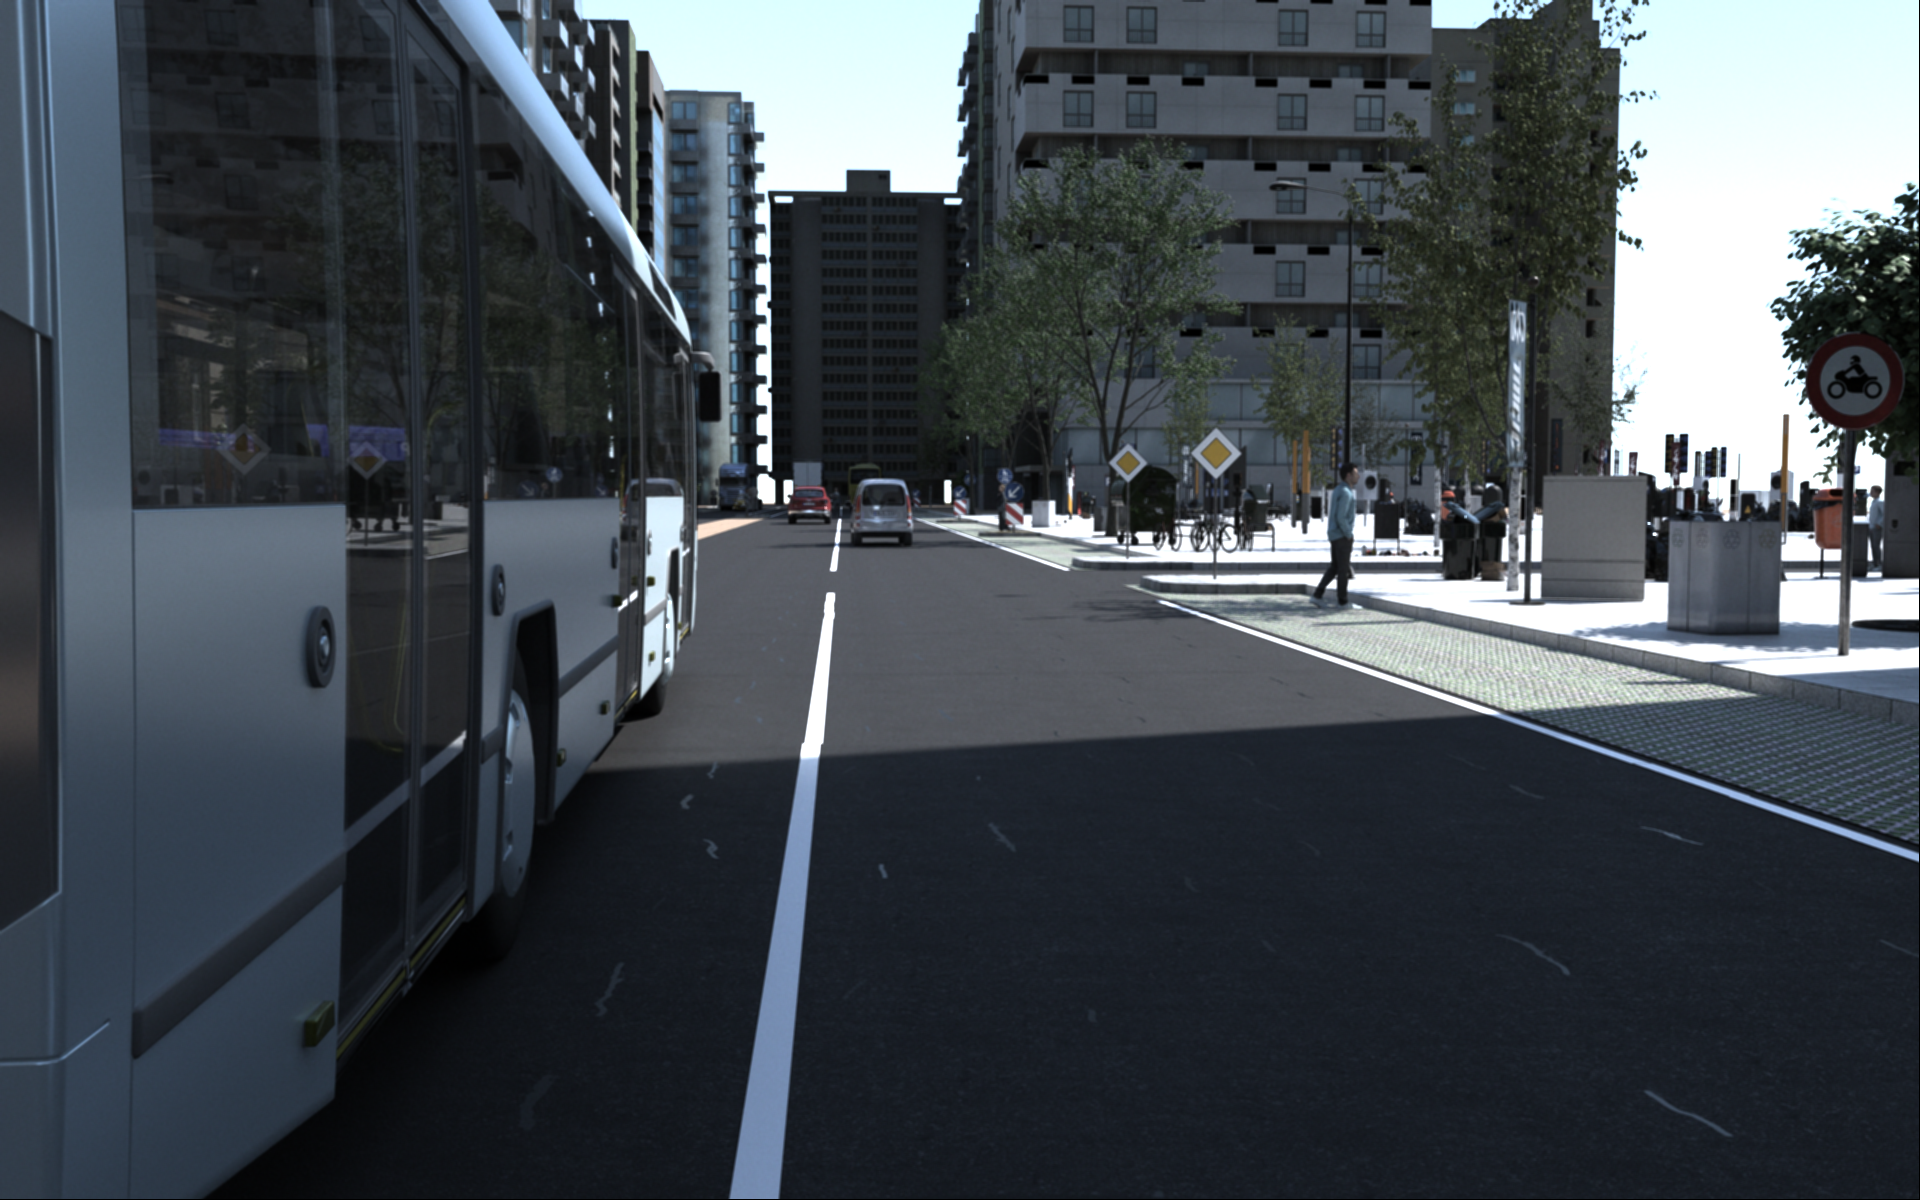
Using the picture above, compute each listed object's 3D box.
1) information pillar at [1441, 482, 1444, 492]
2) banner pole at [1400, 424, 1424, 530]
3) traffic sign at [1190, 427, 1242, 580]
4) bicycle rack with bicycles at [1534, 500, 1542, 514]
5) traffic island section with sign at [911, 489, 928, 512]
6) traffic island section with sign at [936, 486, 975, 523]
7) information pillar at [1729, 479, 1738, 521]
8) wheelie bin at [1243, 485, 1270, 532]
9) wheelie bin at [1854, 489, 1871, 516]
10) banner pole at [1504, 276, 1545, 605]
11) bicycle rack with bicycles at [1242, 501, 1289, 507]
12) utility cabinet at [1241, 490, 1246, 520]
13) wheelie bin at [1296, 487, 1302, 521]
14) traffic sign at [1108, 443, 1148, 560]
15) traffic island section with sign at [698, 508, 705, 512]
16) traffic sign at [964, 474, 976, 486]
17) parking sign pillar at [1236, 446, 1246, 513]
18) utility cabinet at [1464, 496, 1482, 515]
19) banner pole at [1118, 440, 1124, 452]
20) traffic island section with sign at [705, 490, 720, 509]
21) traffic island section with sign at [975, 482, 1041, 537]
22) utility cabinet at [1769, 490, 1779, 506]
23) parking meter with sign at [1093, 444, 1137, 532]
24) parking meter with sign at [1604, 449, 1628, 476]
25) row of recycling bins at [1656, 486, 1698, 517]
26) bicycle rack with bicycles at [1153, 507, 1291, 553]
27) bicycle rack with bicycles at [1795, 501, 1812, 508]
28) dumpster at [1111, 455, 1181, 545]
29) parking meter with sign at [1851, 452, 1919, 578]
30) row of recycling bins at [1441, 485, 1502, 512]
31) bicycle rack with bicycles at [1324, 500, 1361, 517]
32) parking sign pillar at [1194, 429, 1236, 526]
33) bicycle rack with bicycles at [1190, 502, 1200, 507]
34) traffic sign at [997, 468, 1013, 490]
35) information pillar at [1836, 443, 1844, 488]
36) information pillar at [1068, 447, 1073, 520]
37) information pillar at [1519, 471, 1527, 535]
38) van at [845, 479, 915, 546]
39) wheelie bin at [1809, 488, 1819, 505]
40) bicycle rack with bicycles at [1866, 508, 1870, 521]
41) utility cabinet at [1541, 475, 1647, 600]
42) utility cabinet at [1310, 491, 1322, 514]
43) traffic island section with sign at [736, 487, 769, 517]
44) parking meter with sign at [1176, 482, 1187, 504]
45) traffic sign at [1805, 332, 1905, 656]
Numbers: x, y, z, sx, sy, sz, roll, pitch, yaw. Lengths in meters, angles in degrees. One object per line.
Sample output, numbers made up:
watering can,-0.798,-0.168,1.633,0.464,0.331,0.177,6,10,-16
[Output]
information pillar,28.780,-6.030,103.074,0.304,2.012,0.304,2,4,32
banner pole,16.098,-4.383,61.681,0.863,3.779,0.401,-1,4,-15
traffic sign,3.818,-1.362,25.916,0.795,2.450,0.064,0,4,-4
bicycle rack with bicycles,36.456,-5.826,108.635,2.852,0.926,2.925,-2,4,-31
traffic island section with sign,-3.554,-7.759,135.486,1.989,1.847,2.006,0,4,-4
traffic island section with sign,-0.170,-4.706,85.573,1.989,1.847,2.006,0,4,-4
information pillar,37.199,-4.818,83.272,0.304,2.012,0.304,3,4,38
wheelie bin,10.001,-3.107,58.711,0.980,1.594,0.693,-3,4,-36
wheelie bin,52.235,-5.654,100.344,0.980,1.594,0.693,1,4,21
banner pole,6.441,-1.825,19.859,0.401,3.779,0.863,3,5,42
bicycle rack with bicycles,14.201,-4.215,82.292,2.925,0.926,2.852,-1,4,-19
utility cabinet,14.234,-4.663,84.926,0.318,1.500,1.173,-2,4,-26
wheelie bin,16.197,-4.567,82.578,0.693,1.594,0.980,0,4,8
traffic sign,3.280,-1.850,33.883,0.795,2.450,0.064,0,4,-4
traffic island section with sign,-21.098,-7.696,134.457,1.989,1.847,2.006,0,4,-4
traffic sign,0.636,-6.614,108.247,0.768,2.556,0.104,0,4,4
parking sign pillar,15.237,-6.575,95.980,1.447,3.967,1.447,-2,4,-33
utility cabinet,19.394,-3.326,65.540,0.306,1.237,1.020,0,4,-6
banner pole,7.530,-5.574,81.145,0.401,3.779,0.863,-1,4,-14
traffic island section with sign,-22.955,-9.376,161.924,1.989,1.847,2.006,0,4,-4
traffic island section with sign,1.647,-3.051,58.505,1.989,1.847,2.006,0,4,-4
utility cabinet,48.801,-5.861,104.502,0.318,1.500,1.173,-2,4,-29
parking meter with sign,5.300,-3.869,59.511,0.543,3.016,1.738,3,5,45
parking meter with sign,25.908,-4.364,67.605,1.738,3.016,0.543,-1,4,-10
row of recycling bins,41.019,-5.743,101.011,3.534,1.692,1.069,1,4,12
bicycle rack with bicycles,5.807,-1.558,38.855,2.852,0.926,2.925,-1,4,-10
bicycle rack with bicycles,54.454,-5.840,108.863,2.925,0.926,2.852,-2,4,-32
dumpster,4.711,-2.536,43.953,1.502,2.255,1.985,0,4,-4
parking meter with sign,14.525,-1.851,26.527,1.738,3.016,0.543,2,4,27
row of recycling bins,23.866,-4.514,80.909,1.069,1.692,3.534,-2,4,-29
bicycle rack with bicycles,20.670,-5.139,97.404,2.852,0.926,2.925,-3,4,-37
parking sign pillar,10.355,-5.059,71.179,1.447,3.967,1.447,0,4,-4
bicycle rack with bicycles,9.909,-4.027,79.227,2.852,0.926,2.925,3,5,42
traffic sign,2.236,-5.249,85.932,0.768,2.556,0.104,0,4,1
information pillar,35.673,-4.808,69.959,0.504,3.616,0.183,1,4,9
information pillar,5.513,-5.832,86.706,0.183,3.616,0.504,1,4,20
information pillar,17.582,-3.056,54.456,0.304,2.012,0.304,-2,4,-35
van,-2.254,-2.583,49.245,2.013,2.044,4.112,0,4,-5
wheelie bin,46.771,-5.314,94.789,0.980,1.594,0.693,-1,4,-18
bicycle rack with bicycles,45.322,-4.332,84.215,2.852,0.926,2.925,2,4,33
utility cabinet,7.659,-0.749,20.932,1.173,1.500,0.318,1,4,22
utility cabinet,22.055,-6.060,107.752,0.318,1.500,1.173,-2,4,-26
traffic island section with sign,-12.912,-6.098,107.839,2.006,1.907,1.989,0,4,-4
parking meter with sign,11.719,-6.088,95.792,1.738,3.016,0.543,1,4,16
traffic sign,7.029,-0.831,13.701,0.768,2.556,0.104,0,4,2
